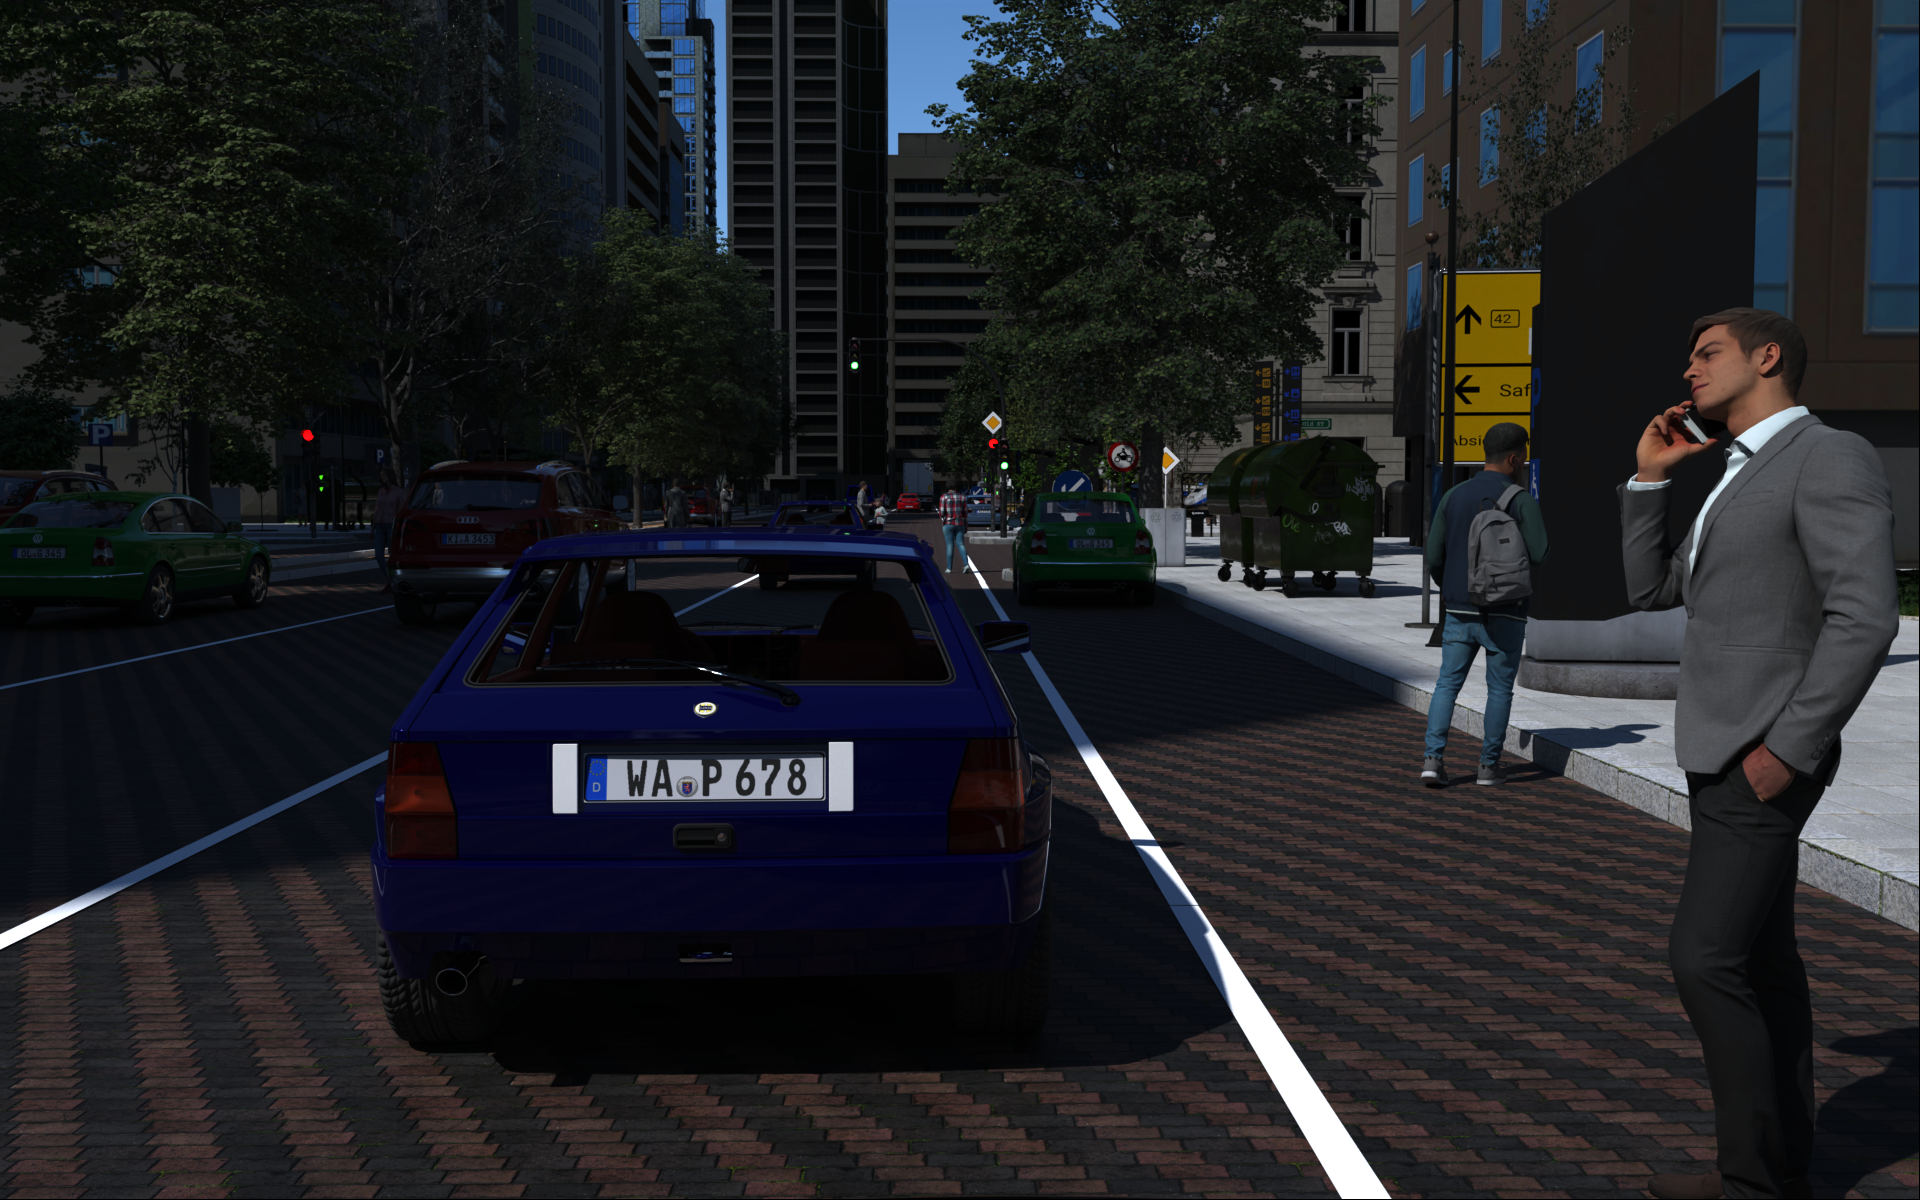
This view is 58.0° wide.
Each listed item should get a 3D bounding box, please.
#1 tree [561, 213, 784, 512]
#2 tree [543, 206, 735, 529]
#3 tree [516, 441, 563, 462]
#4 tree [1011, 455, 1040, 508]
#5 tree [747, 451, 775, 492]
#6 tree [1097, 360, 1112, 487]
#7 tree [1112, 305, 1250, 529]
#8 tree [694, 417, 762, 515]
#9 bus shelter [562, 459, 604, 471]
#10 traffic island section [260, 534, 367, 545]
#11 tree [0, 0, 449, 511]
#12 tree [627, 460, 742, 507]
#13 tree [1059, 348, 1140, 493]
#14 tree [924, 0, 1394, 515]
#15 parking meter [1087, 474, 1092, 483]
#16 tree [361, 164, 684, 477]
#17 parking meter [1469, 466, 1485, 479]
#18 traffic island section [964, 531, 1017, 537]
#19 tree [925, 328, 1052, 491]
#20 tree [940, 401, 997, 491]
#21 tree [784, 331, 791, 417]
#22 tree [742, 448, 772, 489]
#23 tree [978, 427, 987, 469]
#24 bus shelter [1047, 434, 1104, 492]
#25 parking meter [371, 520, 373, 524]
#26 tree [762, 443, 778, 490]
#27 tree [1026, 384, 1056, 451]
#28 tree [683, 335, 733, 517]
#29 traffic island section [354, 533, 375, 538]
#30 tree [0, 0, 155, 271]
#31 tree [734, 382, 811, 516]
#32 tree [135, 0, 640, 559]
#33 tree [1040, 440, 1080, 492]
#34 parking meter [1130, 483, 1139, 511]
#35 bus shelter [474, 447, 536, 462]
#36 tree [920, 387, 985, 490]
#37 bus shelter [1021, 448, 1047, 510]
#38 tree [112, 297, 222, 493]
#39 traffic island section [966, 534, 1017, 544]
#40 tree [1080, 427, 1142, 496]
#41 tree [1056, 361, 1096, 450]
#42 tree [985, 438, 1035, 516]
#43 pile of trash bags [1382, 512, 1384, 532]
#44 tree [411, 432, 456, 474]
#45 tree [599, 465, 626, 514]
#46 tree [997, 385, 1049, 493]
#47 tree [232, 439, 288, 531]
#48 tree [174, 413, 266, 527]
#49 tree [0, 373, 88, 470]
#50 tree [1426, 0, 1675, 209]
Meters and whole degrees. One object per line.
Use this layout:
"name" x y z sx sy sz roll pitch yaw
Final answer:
"tree" -13.119 -10.414 79.375 9.857 13.997 8.962 0 3 0
"tree" -12.817 -9.035 68.300 7.486 12.596 7.792 0 3 0
"tree" -25.989 -7.546 107.087 4.285 4.588 4.351 0 3 0
"tree" 3.544 -5.520 84.848 1.663 3.219 1.824 0 3 0
"tree" -24.101 -15.807 208.813 4.737 8.622 4.395 0 3 0
"tree" 8.263 -7.569 74.109 4.360 8.622 3.978 0 3 0
"tree" 8.456 -6.909 63.320 4.360 8.622 3.978 0 3 0
"tree" -13.514 -8.841 97.364 4.360 8.622 3.978 0 3 0
"bus shelter" -22.913 -6.736 104.065 2.014 3.302 5.546 0 4 -1
"traffic island section" -18.842 -1.723 50.454 2.009 0.180 2.903 0 4 -1
"tree" -12.140 -6.540 27.506 7.486 12.596 7.792 0 3 0
"tree" -23.678 -13.713 141.210 9.611 12.733 9.660 0 3 0
"tree" 7.282 -8.217 84.707 4.737 8.622 4.395 0 3 0
"tree" 3.853 -7.860 35.164 9.857 13.997 8.962 0 3 0
"parking meter" 3.563 -2.690 49.700 0.399 1.863 0.255 0 4 -3
"tree" -12.642 -6.771 47.580 8.767 10.594 7.601 0 4 -1
"parking meter" 6.404 -0.956 21.339 0.255 1.863 0.399 1 4 14
"traffic island section" 1.145 -2.234 58.813 2.009 0.180 2.903 0 4 -1
"tree" 2.383 -12.345 118.849 9.611 12.733 9.660 0 3 0
"tree" 1.173 -16.725 199.216 9.928 11.665 9.643 0 3 0
"tree" -13.110 -11.064 90.012 9.857 13.997 8.962 0 3 0
"tree" -23.735 -15.975 178.192 9.611 12.733 9.660 0 3 0
"tree" 2.594 -11.950 145.738 4.737 8.622 4.395 0 3 0
"bus shelter" 4.698 -4.798 69.726 1.731 3.624 6.357 0 4 -1
"parking meter" -22.862 -3.628 67.737 0.372 1.533 0.369 0 3 0
"tree" -13.911 -10.154 118.841 4.360 8.622 3.978 0 3 0
"tree" 6.203 -9.531 106.189 4.360 8.622 3.978 0 3 0
"tree" -12.882 -7.575 60.729 8.767 10.594 7.601 0 4 -1
"traffic island section" -18.993 -2.211 58.438 2.009 0.180 2.903 0 4 -1
"tree" -12.127 -5.476 17.750 9.928 11.665 9.643 0 3 0
"tree" -13.728 -10.184 103.370 8.767 10.594 7.601 0 4 -1
"tree" -12.307 -7.632 37.608 12.009 13.543 11.850 0 3 0
"tree" 3.891 -4.018 60.303 1.663 3.219 1.824 0 3 0
"parking meter" 4.159 -1.961 40.475 0.372 1.533 0.369 0 3 0
"bus shelter" -23.501 -6.020 89.704 1.731 3.624 6.357 0 4 -1
"tree" 1.017 -16.457 179.438 12.009 13.543 11.850 0 3 0
"bus shelter" 4.279 -6.132 91.541 1.731 3.624 6.357 0 4 -1
"tree" -27.796 -6.772 61.083 4.360 8.622 3.978 0 3 0
"traffic island section" 1.296 -1.746 50.830 2.009 0.180 2.903 0 4 -1
"tree" 4.267 -2.973 43.204 1.663 3.219 1.824 0 3 0
"tree" 7.874 -8.534 89.887 4.360 8.622 3.978 0 3 0
"tree" 2.930 -7.204 101.501 4.285 4.588 4.351 0 3 0
"pile of trash bags" 12.916 -3.034 59.364 3.447 1.369 1.912 1 4 23
"tree" -27.212 -6.423 88.731 4.285 4.588 4.351 0 3 0
"tree" -22.485 -7.160 111.664 1.663 3.219 1.824 0 3 0
"tree" 4.283 -9.859 111.557 4.737 8.622 4.395 0 3 0
"tree" -23.998 -3.988 59.797 1.663 3.219 1.824 0 3 0
"tree" -28.573 -5.111 67.286 4.285 4.588 4.351 0 3 0
"tree" -25.495 -3.886 47.246 4.285 4.588 4.351 0 3 0
"tree" 8.820 -4.579 25.237 4.360 8.622 3.978 0 3 0
